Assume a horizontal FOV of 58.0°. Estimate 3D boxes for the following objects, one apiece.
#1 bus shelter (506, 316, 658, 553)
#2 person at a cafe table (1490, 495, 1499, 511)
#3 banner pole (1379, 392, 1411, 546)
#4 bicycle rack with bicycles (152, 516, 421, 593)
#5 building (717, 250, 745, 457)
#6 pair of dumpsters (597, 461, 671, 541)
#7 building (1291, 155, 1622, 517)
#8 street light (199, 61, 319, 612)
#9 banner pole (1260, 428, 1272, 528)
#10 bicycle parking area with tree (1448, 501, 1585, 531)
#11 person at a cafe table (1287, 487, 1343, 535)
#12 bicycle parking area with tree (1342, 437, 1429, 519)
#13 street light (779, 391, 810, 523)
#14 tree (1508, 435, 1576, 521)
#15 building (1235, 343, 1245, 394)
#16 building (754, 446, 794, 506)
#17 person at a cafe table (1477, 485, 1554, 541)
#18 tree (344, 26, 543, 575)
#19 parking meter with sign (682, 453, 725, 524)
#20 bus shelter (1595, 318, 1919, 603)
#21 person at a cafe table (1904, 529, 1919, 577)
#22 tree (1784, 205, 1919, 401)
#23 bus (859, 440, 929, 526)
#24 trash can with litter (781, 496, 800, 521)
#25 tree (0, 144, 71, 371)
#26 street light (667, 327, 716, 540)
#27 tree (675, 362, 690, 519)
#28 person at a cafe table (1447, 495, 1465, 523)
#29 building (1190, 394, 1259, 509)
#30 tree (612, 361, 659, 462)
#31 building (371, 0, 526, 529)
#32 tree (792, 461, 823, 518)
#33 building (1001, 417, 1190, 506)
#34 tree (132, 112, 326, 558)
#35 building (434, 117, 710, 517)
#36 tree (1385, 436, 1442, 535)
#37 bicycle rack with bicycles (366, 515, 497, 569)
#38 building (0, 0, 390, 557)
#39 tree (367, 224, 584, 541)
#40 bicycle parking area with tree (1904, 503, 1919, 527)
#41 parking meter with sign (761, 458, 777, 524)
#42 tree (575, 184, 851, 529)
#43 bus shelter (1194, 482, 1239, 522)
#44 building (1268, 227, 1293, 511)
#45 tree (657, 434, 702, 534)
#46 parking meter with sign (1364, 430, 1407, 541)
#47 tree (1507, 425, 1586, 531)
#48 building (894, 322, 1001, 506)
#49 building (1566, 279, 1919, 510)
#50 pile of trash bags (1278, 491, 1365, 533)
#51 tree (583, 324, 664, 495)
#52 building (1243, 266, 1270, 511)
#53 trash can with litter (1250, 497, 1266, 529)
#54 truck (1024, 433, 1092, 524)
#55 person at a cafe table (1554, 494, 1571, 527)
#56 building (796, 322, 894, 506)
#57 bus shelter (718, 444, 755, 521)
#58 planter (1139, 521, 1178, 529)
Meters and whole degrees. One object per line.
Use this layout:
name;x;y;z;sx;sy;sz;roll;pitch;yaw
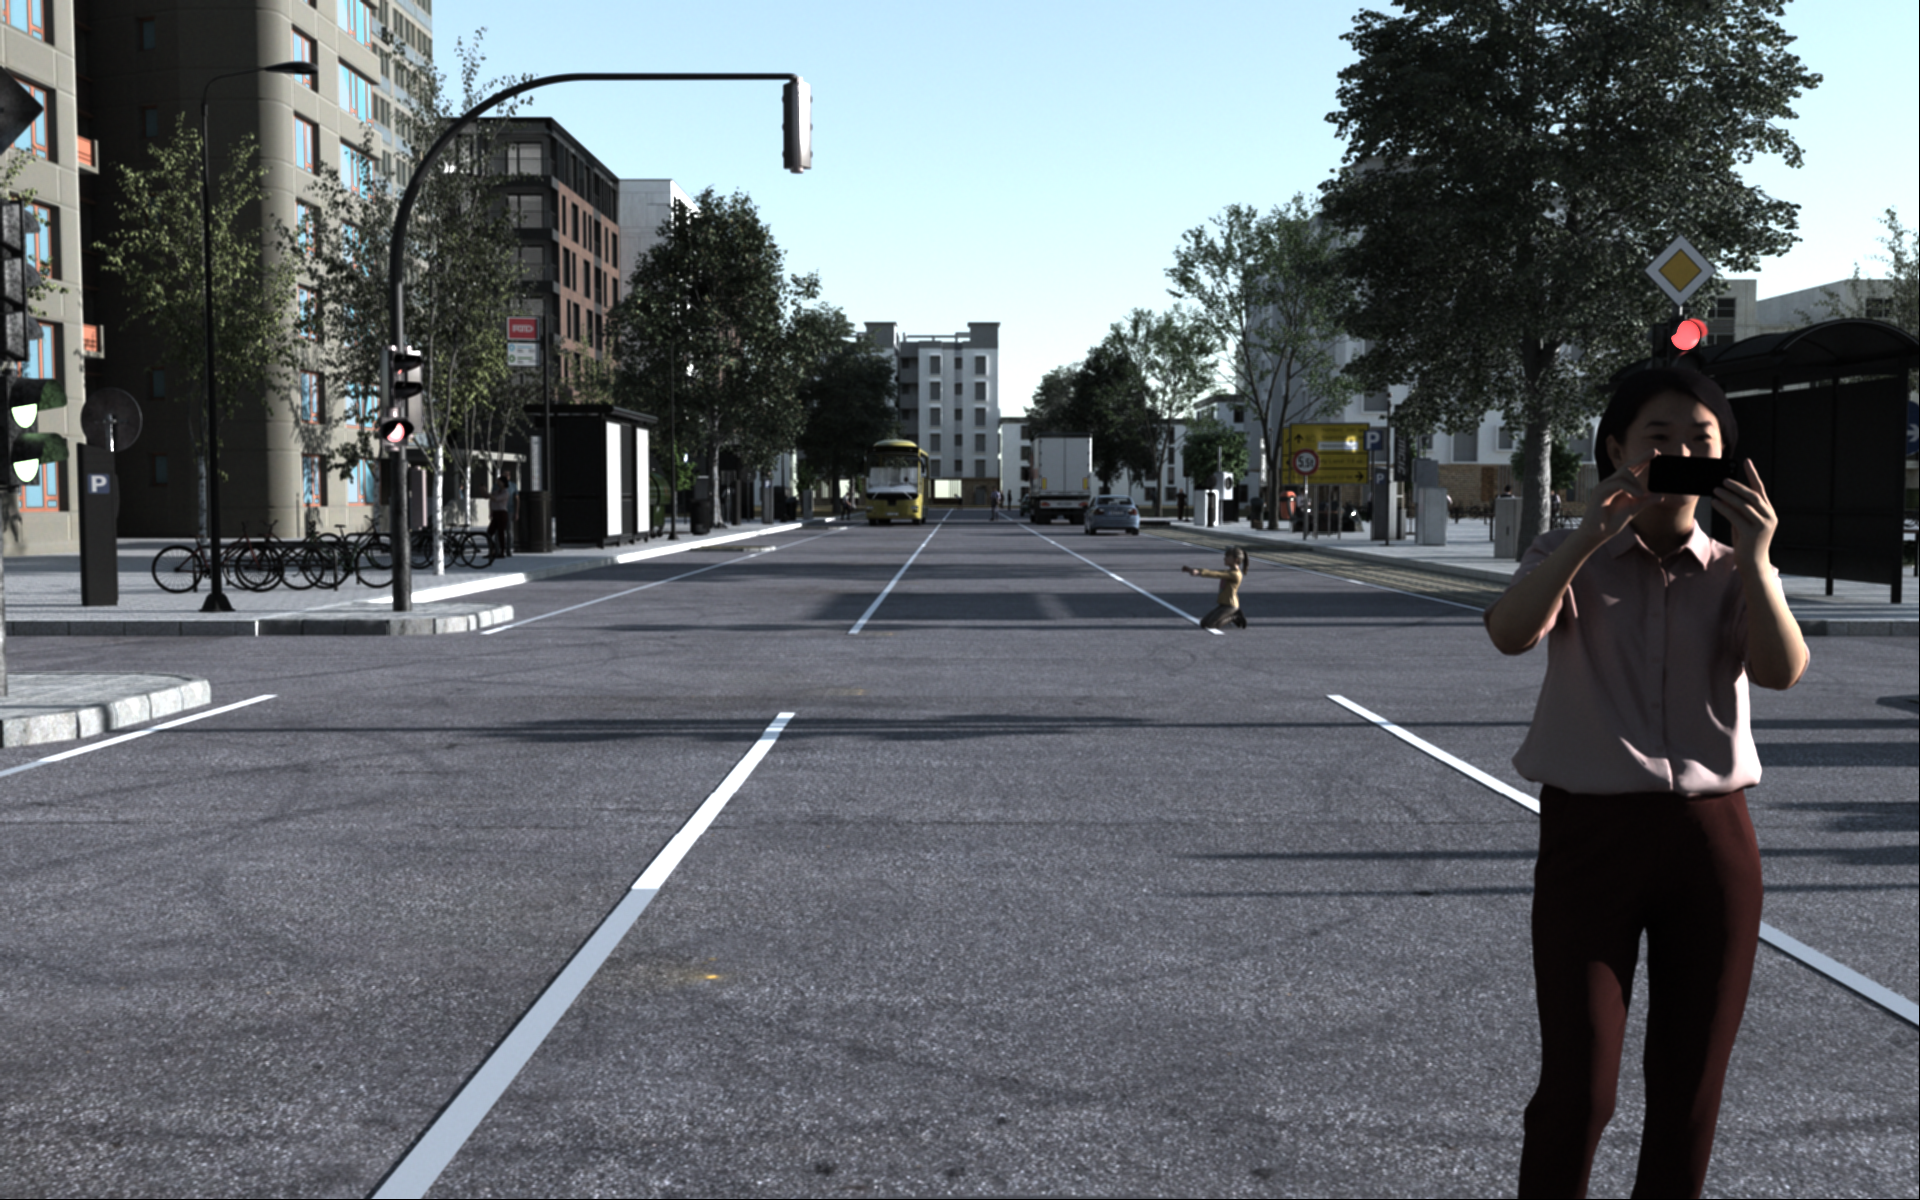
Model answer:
bus shelter;-9.115;-3.920;41.730;2.179;5.291;8.768;0;3;0
person at a cafe table;29.140;-4.983;92.337;1.726;1.238;1.698;1;4;19
banner pole;10.724;-3.215;42.586;0.401;3.779;0.863;-3;5;-41
bicycle rack with bicycles;-9.111;-0.622;23.546;2.925;0.926;2.852;-1;4;-9
building;-35.311;-18.433;145.359;32.646;21.610;27.936;0;4;0
pair of dumpsters;-9.350;-2.867;49.376;1.574;2.255;4.437;0;4;0
building;28.946;-15.047;102.432;16.016;20.091;11.380;0;4;0
street light;-7.587;-2.827;18.759;1.470;5.913;1.316;0;4;0
banner pole;11.588;-4.618;65.520;0.863;3.779;0.401;-3;5;-41
bicycle parking area with tree;20.706;-3.969;51.888;8.231;4.147;9.016;-2;4;-30
person at a cafe table;11.287;-2.864;55.349;1.622;1.524;1.698;1;4;21
bicycle parking area with tree;23.921;-6.315;90.252;9.016;4.147;8.231;1;4;19
street light;-7.427;-6.442;77.869;1.470;5.913;1.316;0;4;0
tree;27.990;-6.085;83.202;4.285;4.588;4.351;0;3;0
building;48.300;-20.206;196.822;31.486;18.905;16.747;0;4;0
building;-32.936;-15.397;193.891;28.070;9.664;9.099;0;4;0
person at a cafe table;14.960;-2.354;46.997;1.698;1.524;1.622;2;4;32
tree;-8.437;-4.709;27.360;4.360;8.622;3.978;0;3;0
parking meter with sign;-10.902;-4.736;73.702;1.738;3.016;0.543;0;4;8
bus shelter;10.308;-1.761;22.715;2.014;3.302;5.546;0;4;0
person at a cafe table;14.650;-1.007;27.320;1.726;1.238;1.698;-1;4;-22
tree;23.167;-5.672;43.097;4.360;8.622;3.978;0;3;0
bus;-2.912;-5.533;82.015;2.896;3.916;12.252;0;4;1
trash can with litter;-8.178;-4.398;83.301;0.624;1.170;1.055;1;4;21
tree;-16.501;-4.692;27.084;4.737;8.622;4.395;0;3;0
street light;-7.484;-4.634;48.314;1.470;5.913;1.316;0;4;0
tree;-15.064;-8.557;90.270;4.737;8.622;4.395;0;3;0
person at a cafe table;21.247;-4.127;75.984;1.698;1.524;1.622;1;4;19
building;25.977;-12.446;145.644;9.099;9.664;28.070;0;4;0
tree;-15.846;-8.197;84.389;4.360;8.622;3.978;0;3;0
building;-35.290;-23.122;69.929;32.217;40.220;23.993;0;4;0
tree;-8.416;-5.999;92.683;1.663;3.219;1.824;0;3;0
building;18.512;-15.358;193.252;28.070;9.664;9.099;0;4;0
tree;-14.949;-5.149;34.555;4.737;8.622;4.395;0;3;0
building;-32.586;-16.304;110.551;27.936;21.610;32.646;0;4;0
tree;14.309;-3.682;54.805;1.663;3.219;1.824;0;3;0
bicycle rack with bicycles;-9.343;-1.025;30.134;2.925;0.926;2.852;1;4;15
building;-33.317;-12.173;44.061;27.650;21.520;28.899;0;4;0
tree;-13.614;-5.908;46.966;4.737;8.622;4.395;0;3;0
bicycle parking area with tree;36.191;-5.130;70.886;9.016;4.147;8.231;3;4;36
parking meter with sign;-8.185;-4.740;73.754;0.543;3.016;1.738;-1;4;-15
tree;-9.178;-9.004;64.222;9.611;12.733;9.660;0;3;0
bus shelter;11.931;-5.532;81.732;1.731;3.624;6.357;0;4;0
building;29.627;-15.771;114.269;16.016;20.091;11.380;0;4;0
tree;-9.249;-3.761;56.102;1.663;3.219;1.824;0;3;0
parking meter with sign;11.821;-3.165;48.004;0.543;3.016;1.738;3;5;40
tree;14.553;-2.923;42.394;1.663;3.219;1.824;0;3;0
building;-1.202;-20.834;197.054;11.380;20.091;16.016;0;4;0
building;65.423;-17.406;151.052;31.486;18.905;16.747;0;4;0
pile of trash bags;11.982;-2.979;58.457;3.447;1.369;1.912;-3;5;-40
tree;-15.749;-7.671;75.782;4.737;8.622;4.395;0;3;0
building;28.954;-16.465;125.629;16.016;20.091;11.380;0;4;0
trash can with litter;11.109;-3.238;64.333;0.624;1.170;1.055;0;4;2
truck;4.767;-5.868;84.861;2.839;4.237;11.283;0;4;0
person at a cafe table;22.818;-3.591;67.221;1.698;1.524;1.622;3;4;37
building;-12.583;-20.817;196.770;11.380;20.091;16.016;0;4;0
bus shelter;-10.835;-5.652;83.700;1.731;3.624;6.357;0;4;0
planter;7.918;-3.095;71.744;1.991;0.319;1.994;0;4;0
